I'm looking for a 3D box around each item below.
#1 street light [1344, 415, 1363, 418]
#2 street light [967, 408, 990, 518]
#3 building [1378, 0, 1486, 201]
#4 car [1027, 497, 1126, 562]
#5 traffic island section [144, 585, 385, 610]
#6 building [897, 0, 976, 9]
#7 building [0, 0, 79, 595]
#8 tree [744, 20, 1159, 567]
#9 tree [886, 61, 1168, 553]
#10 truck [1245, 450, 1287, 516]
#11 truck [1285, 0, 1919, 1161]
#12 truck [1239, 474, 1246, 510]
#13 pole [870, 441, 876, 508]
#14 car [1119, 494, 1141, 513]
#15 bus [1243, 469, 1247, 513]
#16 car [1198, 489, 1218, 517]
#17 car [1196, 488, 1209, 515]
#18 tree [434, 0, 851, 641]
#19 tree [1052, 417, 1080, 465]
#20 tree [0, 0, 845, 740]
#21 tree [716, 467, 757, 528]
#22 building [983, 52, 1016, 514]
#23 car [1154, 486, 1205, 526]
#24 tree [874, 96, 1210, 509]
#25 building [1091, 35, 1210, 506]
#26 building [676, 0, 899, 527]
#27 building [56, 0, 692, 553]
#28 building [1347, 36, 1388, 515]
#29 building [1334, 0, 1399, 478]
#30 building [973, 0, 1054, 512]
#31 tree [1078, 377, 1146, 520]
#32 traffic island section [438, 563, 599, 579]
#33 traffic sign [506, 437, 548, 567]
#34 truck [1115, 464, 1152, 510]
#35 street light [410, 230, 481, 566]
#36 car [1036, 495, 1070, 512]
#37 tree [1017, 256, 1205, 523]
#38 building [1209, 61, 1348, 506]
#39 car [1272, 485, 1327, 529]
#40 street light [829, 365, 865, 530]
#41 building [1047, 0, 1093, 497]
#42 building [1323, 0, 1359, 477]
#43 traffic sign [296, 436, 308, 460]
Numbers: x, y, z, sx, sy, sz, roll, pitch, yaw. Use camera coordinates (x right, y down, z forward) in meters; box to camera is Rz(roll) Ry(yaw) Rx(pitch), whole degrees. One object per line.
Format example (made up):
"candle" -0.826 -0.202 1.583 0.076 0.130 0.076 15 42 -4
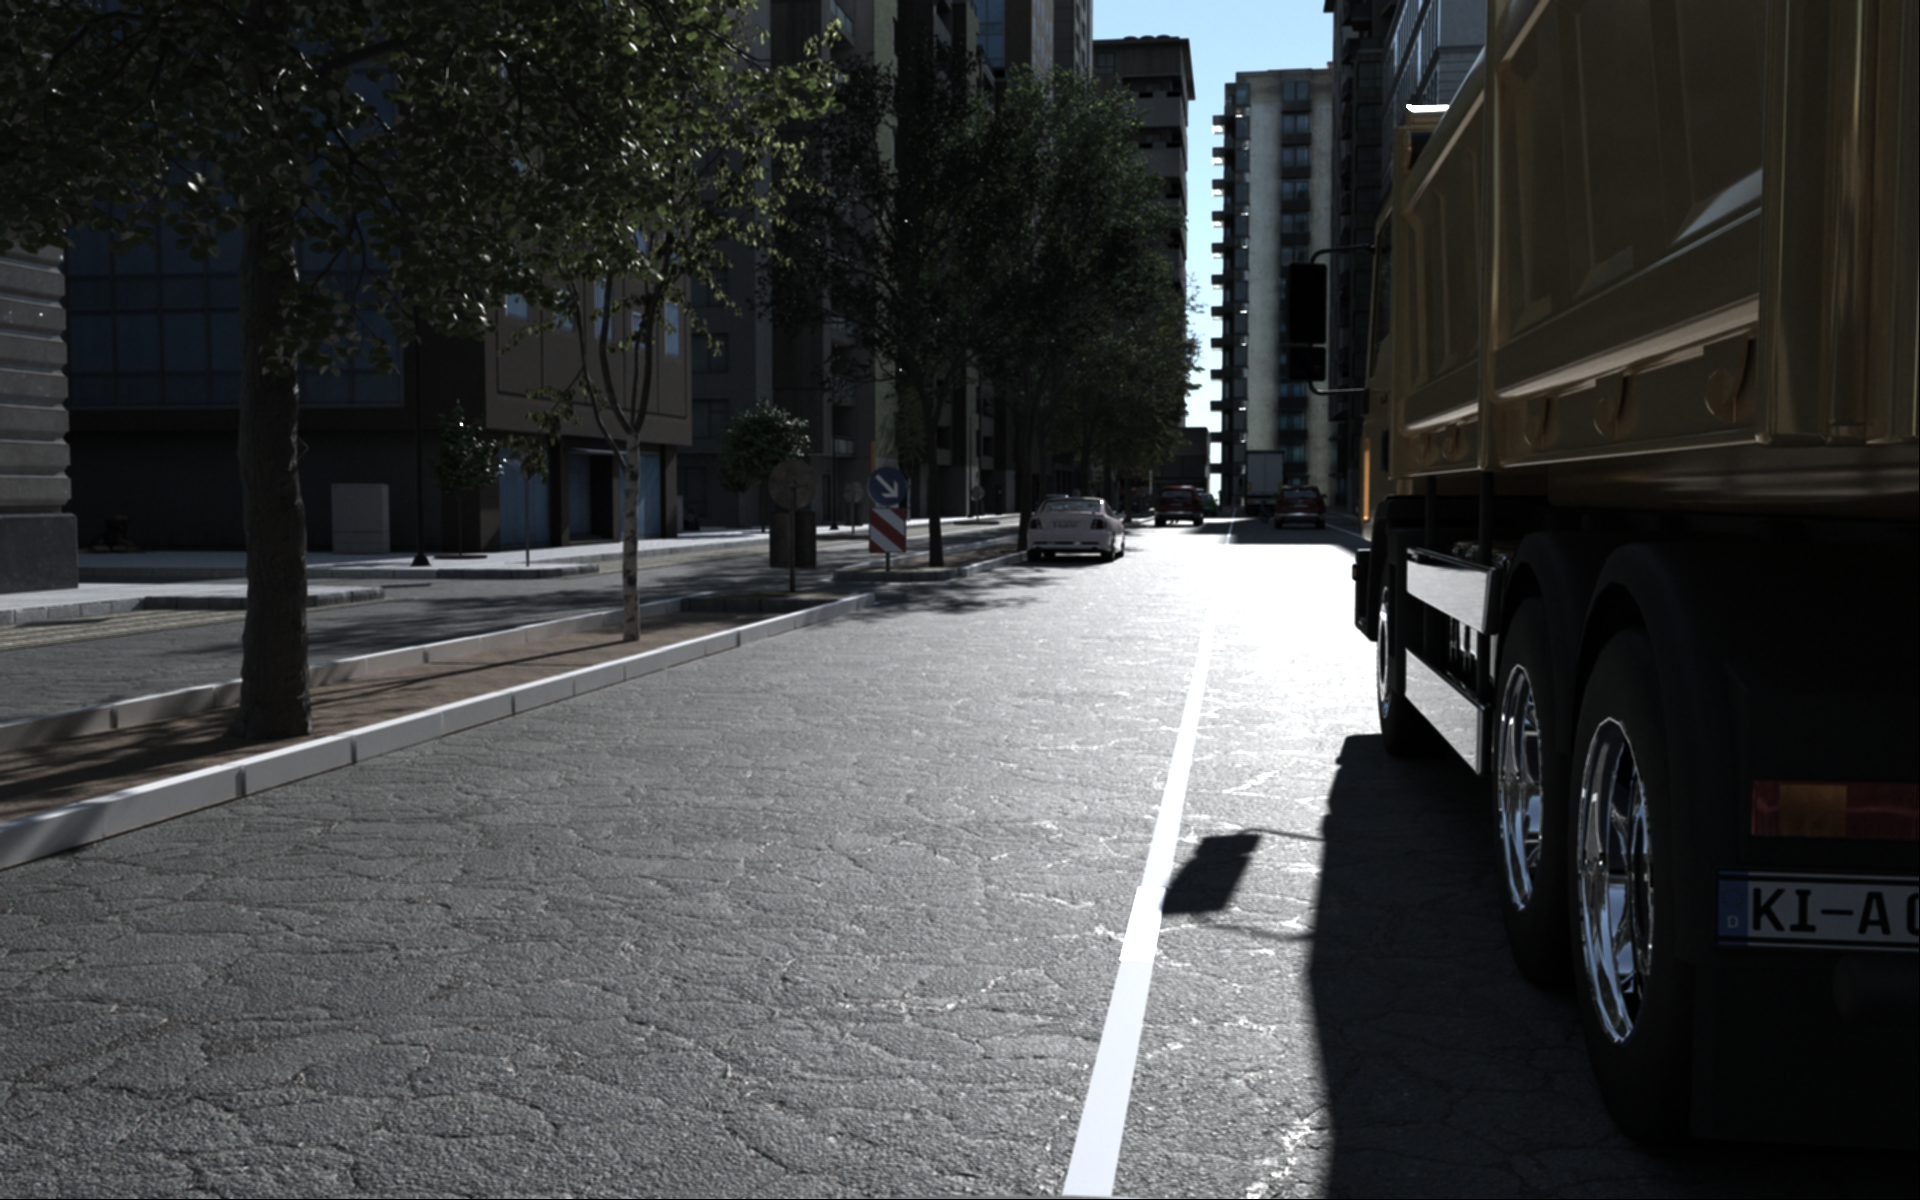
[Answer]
"street light" 23.254 -7.900 101.712 1.470 5.913 1.316 1 4 9
"street light" 1.097 -7.427 93.974 1.470 5.913 1.316 1 4 9
"building" 27.527 -18.854 85.752 11.434 29.767 29.804 1 4 9
"car" 2.585 -1.578 38.162 2.083 1.381 4.827 1 4 10
"traffic island section" -8.942 -0.031 22.790 2.009 0.180 2.903 1 4 9
"building" -6.913 -19.776 95.044 14.160 30.474 14.107 1 4 9
"building" -21.880 -11.665 19.609 19.941 23.489 11.050 1 4 9
"tree" -0.369 -5.876 32.942 8.767 10.594 7.601 1 4 9
"tree" 1.665 -6.932 41.544 9.928 11.665 9.643 0 3 0
"truck" 20.456 -7.772 115.979 2.839 4.237 11.283 1 4 10
"truck" 3.238 -0.691 7.226 3.469 3.379 9.791 1 4 9
"truck" 26.686 -9.709 154.661 3.469 3.379 9.791 1 4 9
"pole" -3.342 -4.441 66.454 0.158 3.312 0.155 0 3 0
"car" 13.170 -7.654 134.934 2.009 1.686 4.222 0 4 8
"bus" 22.803 -8.510 130.680 2.896 3.916 12.252 1 4 10
"car" 15.573 -6.268 111.283 1.959 1.807 4.718 1 4 11
"car" 15.916 -6.676 117.825 2.281 1.827 5.304 1 4 8
"tree" -3.174 -3.915 16.829 4.360 8.622 3.978 0 3 0
"tree" 9.272 -12.694 157.905 4.737 8.622 4.395 0 3 0
"tree" -4.090 -5.487 10.301 7.486 12.596 7.792 0 3 0
"tree" -8.424 -4.321 65.242 1.663 3.219 1.824 0 3 0
"building" -4.211 -20.883 113.142 14.160 30.474 14.107 1 4 9
"car" 9.999 -4.294 78.881 2.281 1.827 5.304 1 4 10
"tree" 2.555 -8.584 53.174 12.009 13.543 11.850 0 3 0
"building" 15.287 -37.496 202.301 27.495 52.752 28.713 1 4 9
"building" -10.850 -23.817 73.009 14.154 41.232 14.086 1 4 9
"building" -15.837 -24.089 43.963 14.600 45.320 14.200 1 4 9
"building" 32.378 -20.842 112.462 14.160 30.474 14.107 1 4 9
"building" 40.603 -29.229 132.515 22.147 44.769 28.867 1 4 9
"building" -0.785 -29.196 127.470 14.600 45.320 14.200 1 4 9
"tree" 7.321 -7.787 80.136 4.360 8.622 3.978 0 3 0
"traffic island section" -7.675 -0.513 30.675 2.009 0.180 2.903 1 4 9
"traffic sign" -7.651 -1.649 30.609 0.795 2.450 0.064 1 4 9
"truck" 15.629 -10.135 154.619 2.839 4.237 11.283 1 4 9
"street light" -9.094 -3.554 30.657 1.470 5.913 1.316 1 4 9
"car" 4.981 -4.750 89.662 2.014 1.417 4.499 1 4 9
"tree" 6.139 -9.315 72.882 7.486 12.596 7.792 0 3 0
"building" 43.629 -35.147 194.262 30.456 49.044 23.786 1 4 9
"car" 14.178 -3.895 72.355 2.281 1.827 5.304 1 4 10
"street light" -3.999 -5.481 62.151 1.470 5.913 1.316 1 4 9
"building" 2.005 -44.745 169.824 20.611 71.187 20.563 1 4 9
"building" 48.582 -34.911 160.033 28.713 52.752 27.495 1 4 9
"traffic sign" -8.918 -1.167 22.725 0.795 2.450 0.064 1 4 9
